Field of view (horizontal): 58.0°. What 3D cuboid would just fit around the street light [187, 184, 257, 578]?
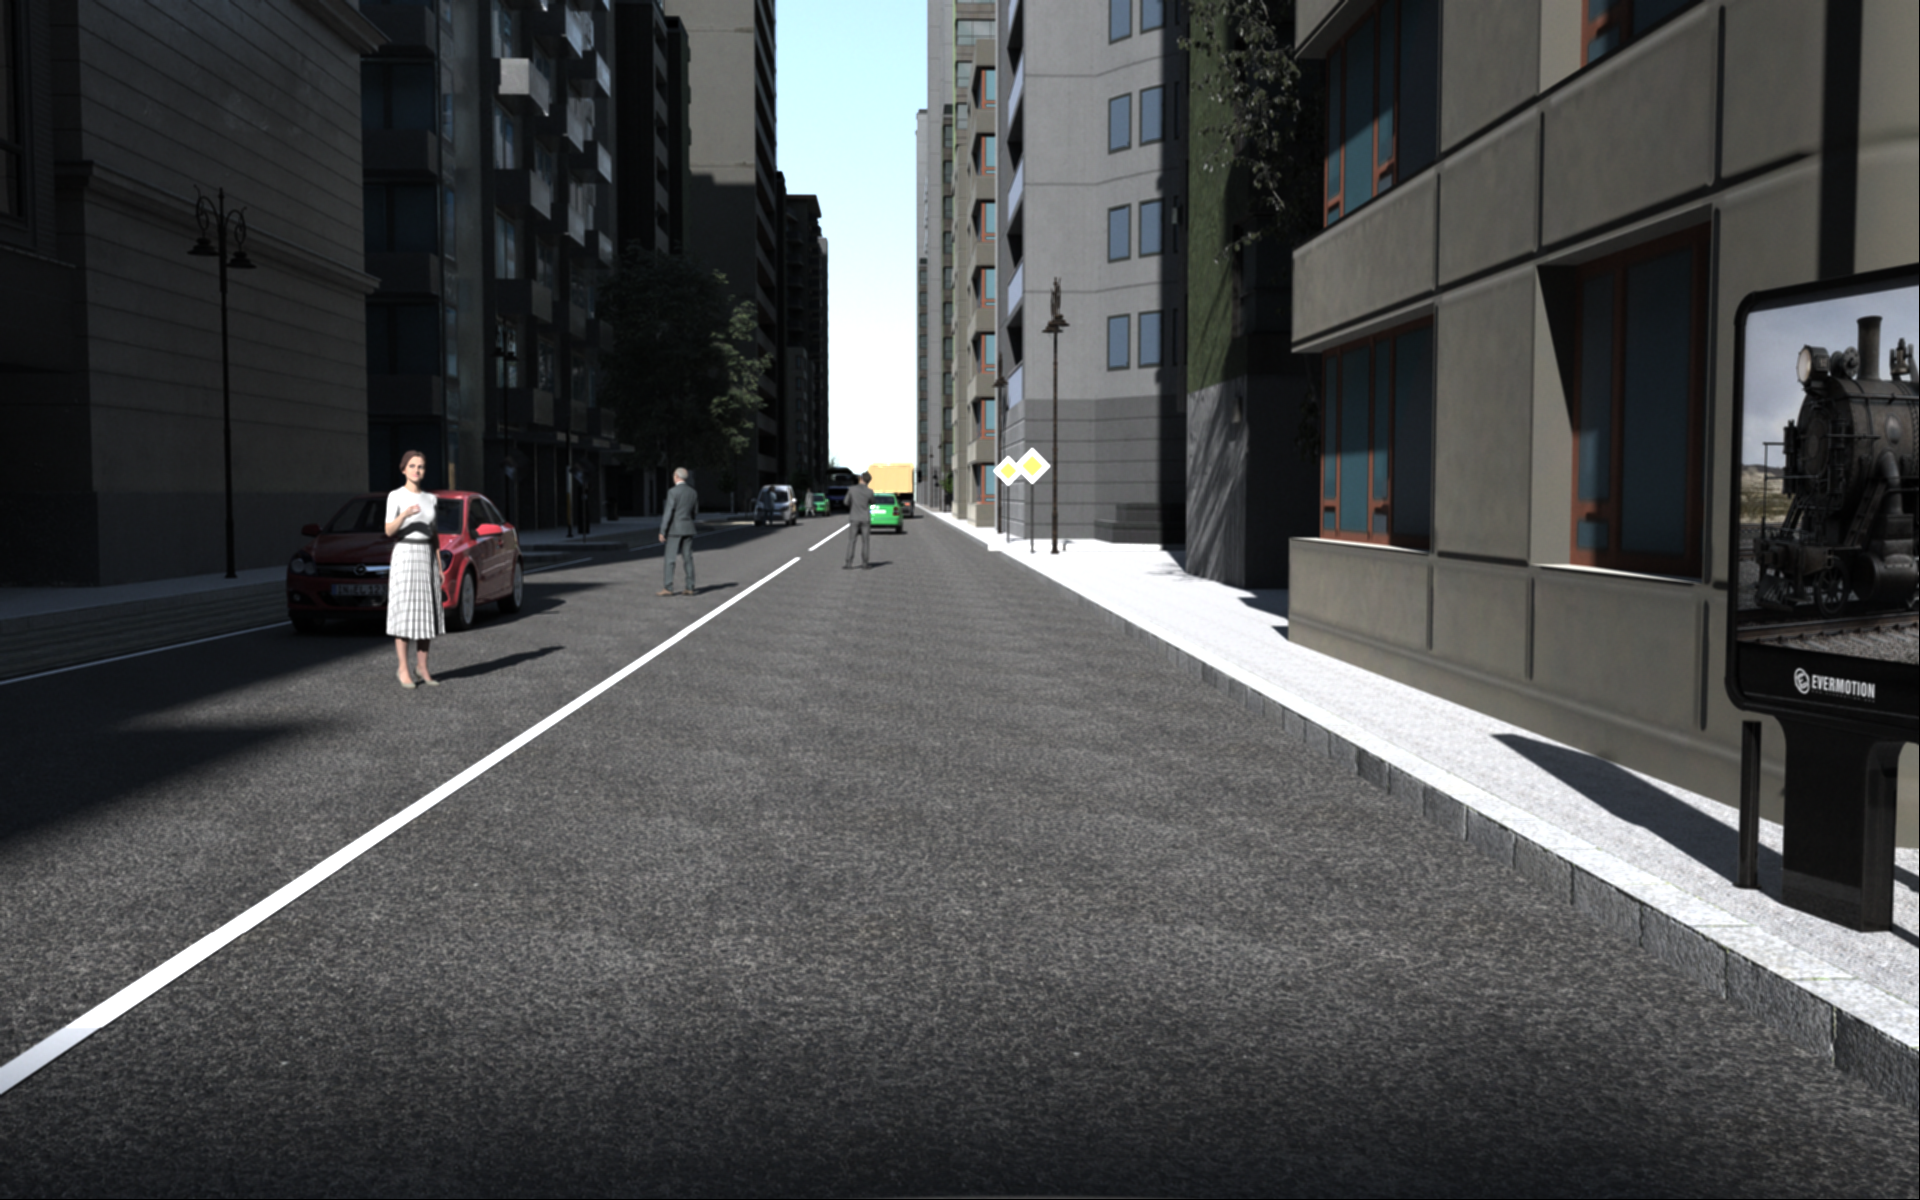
[{"bbox_3d":[-11.137,-3.272,26.280,0.468,5.910,1.993,0,4,-2],"label":"street light"}]

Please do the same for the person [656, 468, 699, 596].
[{"bbox_3d":[-4.019,-0.967,24.490,0.590,1.801,0.661,3,4,38],"label":"person"}]

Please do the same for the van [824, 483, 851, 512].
[{"bbox_3d":[-9.794,-8.303,140.132,2.240,2.365,5.245,0,4,-1],"label":"van"}]

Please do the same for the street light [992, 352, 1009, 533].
[{"bbox_3d":[1.299,-5.106,56.272,0.468,5.910,1.993,0,4,-2],"label":"street light"}]

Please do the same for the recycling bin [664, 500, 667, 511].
[{"bbox_3d":[-13.158,-4.109,79.744,0.722,1.027,0.722,2,4,29],"label":"recycling bin"}]

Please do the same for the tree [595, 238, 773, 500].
[{"bbox_3d":[-14.358,-11.010,86.664,9.857,13.997,8.962,0,3,0],"label":"tree"}]

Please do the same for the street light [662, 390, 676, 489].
[{"bbox_3d":[-12.998,-6.399,77.414,0.468,5.910,1.993,0,4,-2],"label":"street light"}]

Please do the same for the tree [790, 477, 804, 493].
[{"bbox_3d":[-17.979,-12.020,191.123,1.663,3.219,1.824,0,3,0],"label":"tree"}]

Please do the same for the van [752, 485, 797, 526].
[{"bbox_3d":[-8.375,-4.379,78.608,2.013,2.044,4.112,0,4,-1],"label":"van"}]

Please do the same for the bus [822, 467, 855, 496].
[{"bbox_3d":[-10.958,-10.212,158.511,2.896,3.916,12.252,0,4,-2],"label":"bus"}]

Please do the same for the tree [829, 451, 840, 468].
[{"bbox_3d":[-20.809,-20.144,279.718,4.360,8.622,3.978,0,3,0],"label":"tree"}]

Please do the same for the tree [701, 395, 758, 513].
[{"bbox_3d":[-15.381,-10.158,116.447,4.737,8.622,4.395,0,3,0],"label":"tree"}]

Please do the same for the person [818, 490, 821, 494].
[{"bbox_3d":[-15.036,-10.800,185.085,0.705,1.823,1.348,0,4,3],"label":"person"}]

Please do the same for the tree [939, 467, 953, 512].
[{"bbox_3d":[-0.598,-7.913,123.975,1.663,3.219,1.824,0,3,0],"label":"tree"}]

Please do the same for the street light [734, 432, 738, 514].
[{"bbox_3d":[-14.271,-8.409,110.279,0.468,5.910,1.993,0,4,-2],"label":"street light"}]

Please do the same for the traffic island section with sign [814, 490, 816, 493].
[{"bbox_3d":[-14.521,-9.994,172.030,1.989,1.847,2.006,0,4,-2],"label":"traffic island section with sign"}]

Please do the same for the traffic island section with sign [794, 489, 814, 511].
[{"bbox_3d":[-13.517,-8.347,145.093,1.989,1.847,2.006,0,4,-2],"label":"traffic island section with sign"}]

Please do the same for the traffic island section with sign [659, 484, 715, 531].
[{"bbox_3d":[-10.650,-3.615,67.732,1.989,1.847,2.006,0,4,-2],"label":"traffic island section with sign"}]

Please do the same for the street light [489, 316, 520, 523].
[{"bbox_3d":[-11.831,-4.425,45.135,0.468,5.910,1.993,0,4,-2],"label":"street light"}]

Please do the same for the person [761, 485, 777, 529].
[{"bbox_3d":[-7.931,-3.849,71.701,0.793,1.790,0.793,-2,4,-24],"label":"person"}]

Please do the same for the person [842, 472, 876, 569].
[{"bbox_3d":[-1.941,-1.520,33.154,0.655,1.846,0.447,0,4,-3],"label":"person"}]

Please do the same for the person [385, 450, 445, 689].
[{"bbox_3d":[-3.999,-0.229,12.814,0.524,1.755,0.480,3,4,37],"label":"person"}]

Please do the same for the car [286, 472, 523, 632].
[{"bbox_3d":[-6.116,-0.633,19.392,2.155,1.783,4.494,0,4,-4],"label":"car"}]

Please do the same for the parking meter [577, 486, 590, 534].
[{"bbox_3d":[-12.144,-2.903,55.871,0.372,1.533,0.369,0,3,0],"label":"parking meter"}]

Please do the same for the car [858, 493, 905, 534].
[{"bbox_3d":[-2.969,-3.312,62.945,1.959,1.807,4.718,0,4,-2],"label":"car"}]

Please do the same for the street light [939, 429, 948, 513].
[{"bbox_3d":[-1.043,-9.013,120.154,0.468,5.910,1.993,0,4,-2],"label":"street light"}]

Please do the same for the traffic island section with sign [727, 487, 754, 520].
[{"bbox_3d":[-11.649,-5.262,94.669,1.989,1.847,2.006,0,4,-2],"label":"traffic island section with sign"}]

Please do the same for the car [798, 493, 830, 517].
[{"bbox_3d":[-9.236,-6.180,109.844,1.959,1.807,4.718,0,4,0],"label":"car"}]

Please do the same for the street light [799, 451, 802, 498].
[{"bbox_3d":[-17.168,-13.076,186.571,0.468,5.910,1.993,0,4,-2],"label":"street light"}]

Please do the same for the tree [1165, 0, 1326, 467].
[{"bbox_3d":[3.981,-4.103,17.442,4.360,8.622,3.978,0,3,0],"label":"tree"}]

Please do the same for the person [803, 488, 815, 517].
[{"bbox_3d":[-9.263,-5.975,106.291,0.767,1.812,0.694,3,4,36],"label":"person"}]

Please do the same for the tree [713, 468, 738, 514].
[{"bbox_3d":[-15.299,-7.236,112.908,1.663,3.219,1.824,0,3,0],"label":"tree"}]

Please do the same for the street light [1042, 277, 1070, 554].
[{"bbox_3d":[2.039,-3.931,37.066,0.468,5.910,1.993,0,4,-2],"label":"street light"}]

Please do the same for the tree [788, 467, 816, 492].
[{"bbox_3d":[-17.831,-12.900,194.625,4.285,4.588,4.351,0,3,0],"label":"tree"}]

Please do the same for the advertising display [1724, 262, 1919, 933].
[{"bbox_3d":[2.650,0.002,5.186,0.123,1.923,0.974,-1,4,-11],"label":"advertising display"}]
